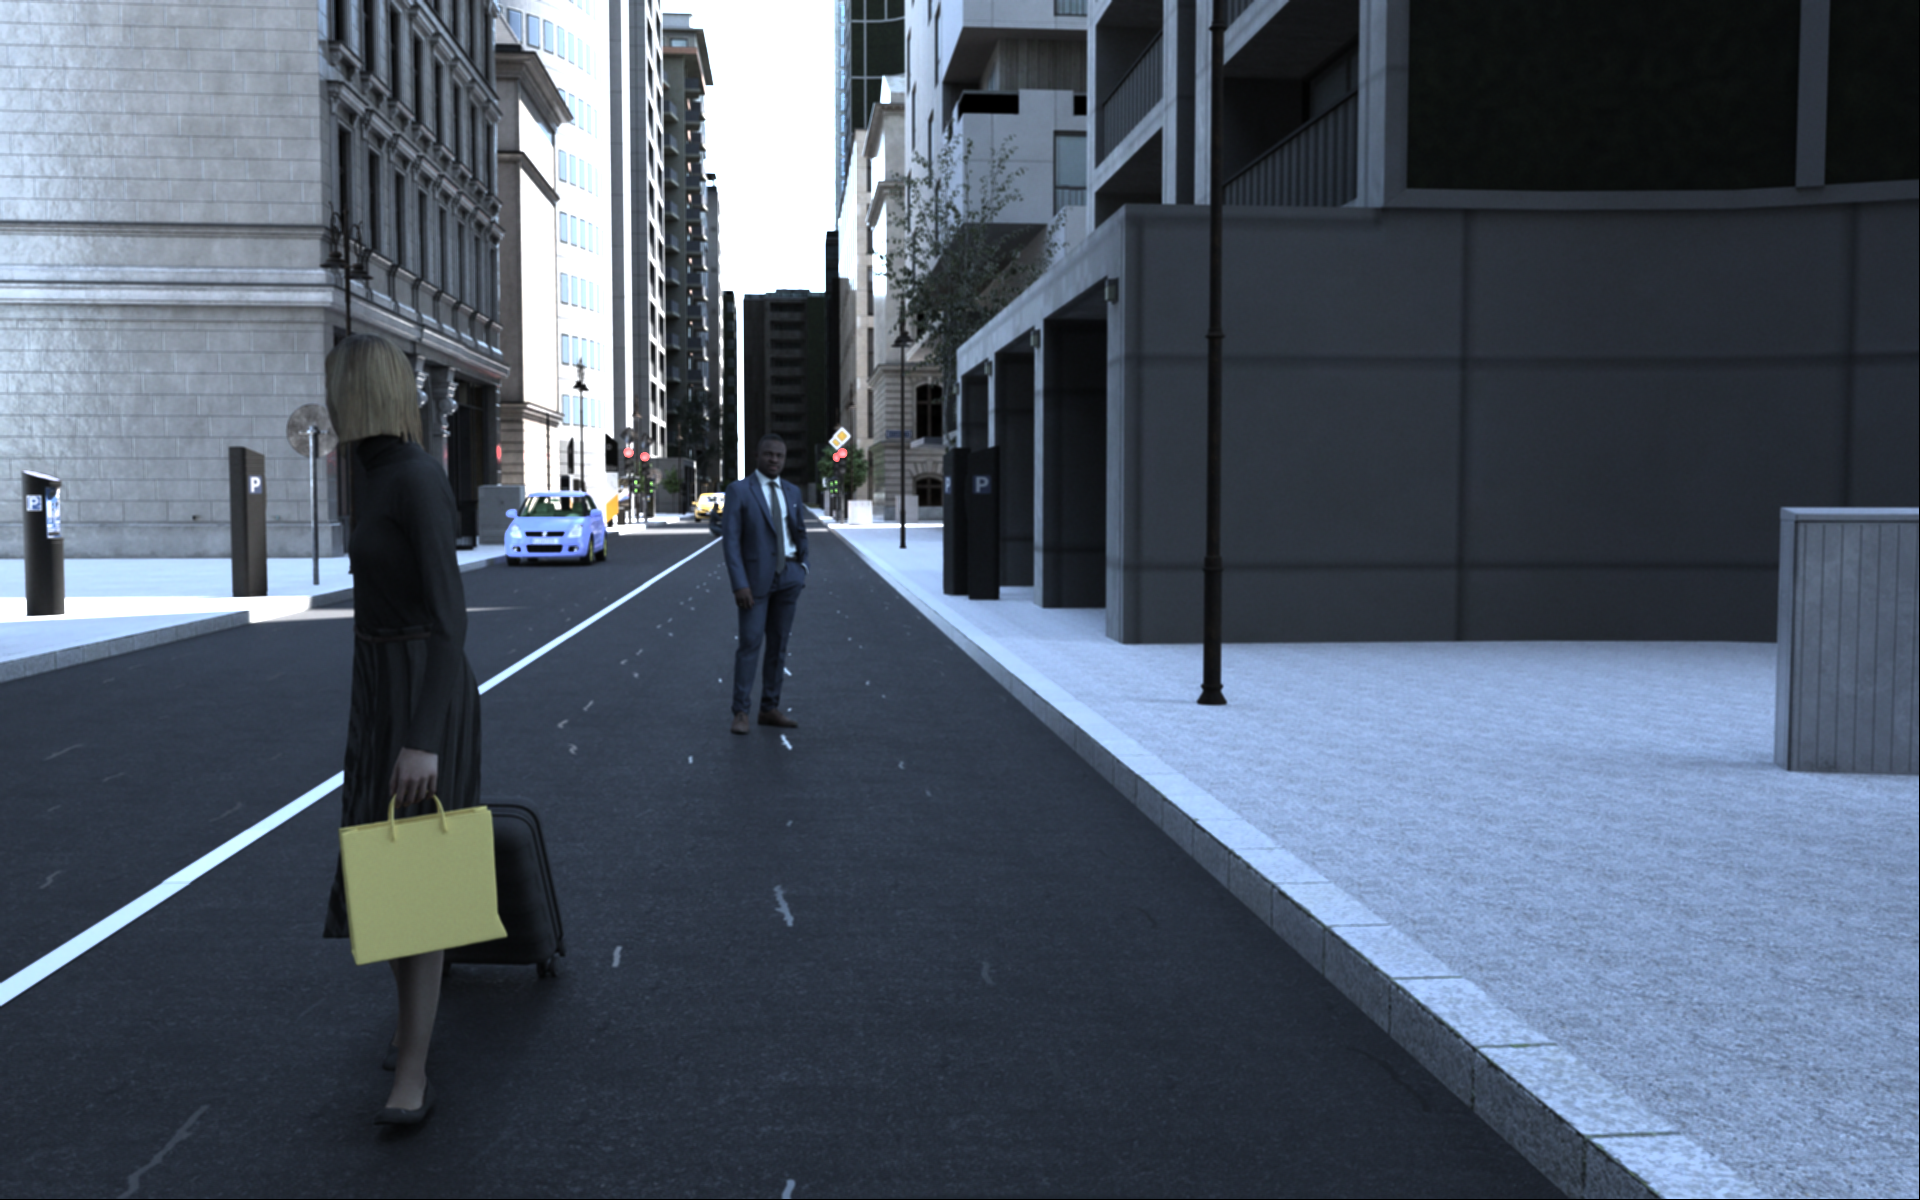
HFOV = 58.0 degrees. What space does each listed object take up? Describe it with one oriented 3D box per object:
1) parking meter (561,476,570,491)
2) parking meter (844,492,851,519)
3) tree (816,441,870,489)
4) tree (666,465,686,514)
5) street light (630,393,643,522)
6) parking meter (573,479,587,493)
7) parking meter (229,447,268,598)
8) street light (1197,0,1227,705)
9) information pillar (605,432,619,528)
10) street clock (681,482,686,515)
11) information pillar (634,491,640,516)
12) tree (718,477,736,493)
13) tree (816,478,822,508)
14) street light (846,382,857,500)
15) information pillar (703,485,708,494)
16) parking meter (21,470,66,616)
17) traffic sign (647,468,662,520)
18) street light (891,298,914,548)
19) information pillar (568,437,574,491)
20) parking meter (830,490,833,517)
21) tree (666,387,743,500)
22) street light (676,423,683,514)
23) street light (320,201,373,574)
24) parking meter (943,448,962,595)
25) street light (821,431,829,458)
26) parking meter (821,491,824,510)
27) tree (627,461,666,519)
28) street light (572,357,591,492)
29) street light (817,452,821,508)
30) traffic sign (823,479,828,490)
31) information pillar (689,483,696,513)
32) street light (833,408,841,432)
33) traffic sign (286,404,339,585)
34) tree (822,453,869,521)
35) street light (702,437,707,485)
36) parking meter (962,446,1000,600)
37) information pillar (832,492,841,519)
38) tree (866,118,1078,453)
[{"bbox_3d":[-12.438,-2.990,54.605,0.255,1.863,0.399,-1,4,-9],"label":"parking meter"},{"bbox_3d":[-5.783,-5.097,89.050,0.399,1.863,0.255,2,4,33],"label":"parking meter"},{"bbox_3d":[-6.781,-7.182,101.140,4.285,4.588,4.351,0,3,0],"label":"tree"},{"bbox_3d":[-18.764,-7.289,113.773,1.663,3.219,1.824,0,3,0],"label":"tree"},{"bbox_3d":[-14.839,-6.531,79.577,0.468,5.910,1.993,0,4,-6],"label":"street light"},{"bbox_3d":[-15.063,-3.862,68.849,0.399,1.863,0.255,0,4,2],"label":"parking meter"},{"bbox_3d":[-8.860,-0.970,21.579,0.255,1.863,0.399,1,4,20],"label":"parking meter"},{"bbox_3d":[1.543,-2.302,10.432,0.468,5.910,1.993,0,4,-6],"label":"street light"},{"bbox_3d":[-13.168,-4.530,65.414,0.504,3.616,0.183,-1,4,-14],"label":"information pillar"},{"bbox_3d":[-17.160,-6.301,107.588,0.358,2.002,0.471,-1,4,-19],"label":"street clock"},{"bbox_3d":[-18.555,-5.802,99.361,0.304,2.012,0.304,0,4,-4],"label":"information pillar"},{"bbox_3d":[-26.419,-12.237,194.682,1.663,3.219,1.824,0,3,0],"label":"tree"},{"bbox_3d":[-8.491,-7.341,114.625,1.663,3.219,1.824,0,3,0],"label":"tree"},{"bbox_3d":[-4.466,-6.024,71.276,0.468,5.910,1.993,0,4,-6],"label":"street light"},{"bbox_3d":[-19.987,-8.038,135.907,0.304,2.012,0.304,1,4,21],"label":"information pillar"},{"bbox_3d":[-9.677,-0.604,18.290,0.372,1.533,0.369,0,3,0],"label":"parking meter"},{"bbox_3d":[-15.127,-5.238,85.746,0.768,2.556,0.104,0,4,3],"label":"traffic sign"},{"bbox_3d":[-1.350,-4.159,40.790,0.468,5.910,1.993,0,4,-6],"label":"street light"},{"bbox_3d":[-16.065,-4.905,71.549,0.183,3.616,0.504,-2,4,-32],"label":"information pillar"},{"bbox_3d":[-7.036,-5.365,96.136,0.372,1.533,0.369,0,3,0],"label":"parking meter"},{"bbox_3d":[-22.273,-13.136,149.178,8.767,10.594,7.601,2,4,27],"label":"tree"},{"bbox_3d":[-17.897,-8.426,110.545,0.468,5.910,1.993,0,4,-6],"label":"street light"},{"bbox_3d":[-9.762,-3.359,27.707,0.468,5.910,1.993,0,4,-6],"label":"street light"},{"bbox_3d":[-0.041,-1.000,22.063,0.255,1.863,0.399,-1,4,-21],"label":"parking meter"},{"bbox_3d":[-9.510,-9.236,123.799,0.468,5.910,1.993,0,4,-6],"label":"street light"},{"bbox_3d":[-11.123,-8.278,141.061,0.255,1.863,0.399,-3,4,-36],"label":"parking meter"},{"bbox_3d":[-16.225,-5.753,88.657,1.663,3.219,1.824,0,3,0],"label":"tree"},{"bbox_3d":[-12.798,-5.249,58.613,0.468,5.910,1.993,0,4,-6],"label":"street light"},{"bbox_3d":[-12.450,-11.093,154.152,0.468,5.910,1.993,0,4,-6],"label":"street light"},{"bbox_3d":[-8.039,-6.306,105.229,0.606,2.300,0.079,0,4,-3],"label":"traffic sign"},{"bbox_3d":[-18.059,-6.879,116.958,0.304,2.012,0.304,-3,4,-37],"label":"information pillar"},{"bbox_3d":[-6.613,-7.364,93.191,0.468,5.910,1.993,0,4,-6],"label":"street light"},{"bbox_3d":[-9.100,-1.486,24.399,0.768,2.556,0.104,0,4,0],"label":"traffic sign"},{"bbox_3d":[-5.372,-5.363,82.279,1.663,3.219,1.824,0,3,0],"label":"tree"},{"bbox_3d":[-20.821,-10.282,140.900,0.468,5.910,1.993,0,4,-6],"label":"street light"},{"bbox_3d":[0.273,-0.940,21.078,0.399,1.863,0.255,1,4,10],"label":"parking meter"},{"bbox_3d":[-6.267,-5.101,87.888,0.304,2.012,0.304,2,4,30],"label":"information pillar"},{"bbox_3d":[0.151,-5.179,35.047,4.360,8.622,3.978,0,3,0],"label":"tree"}]
